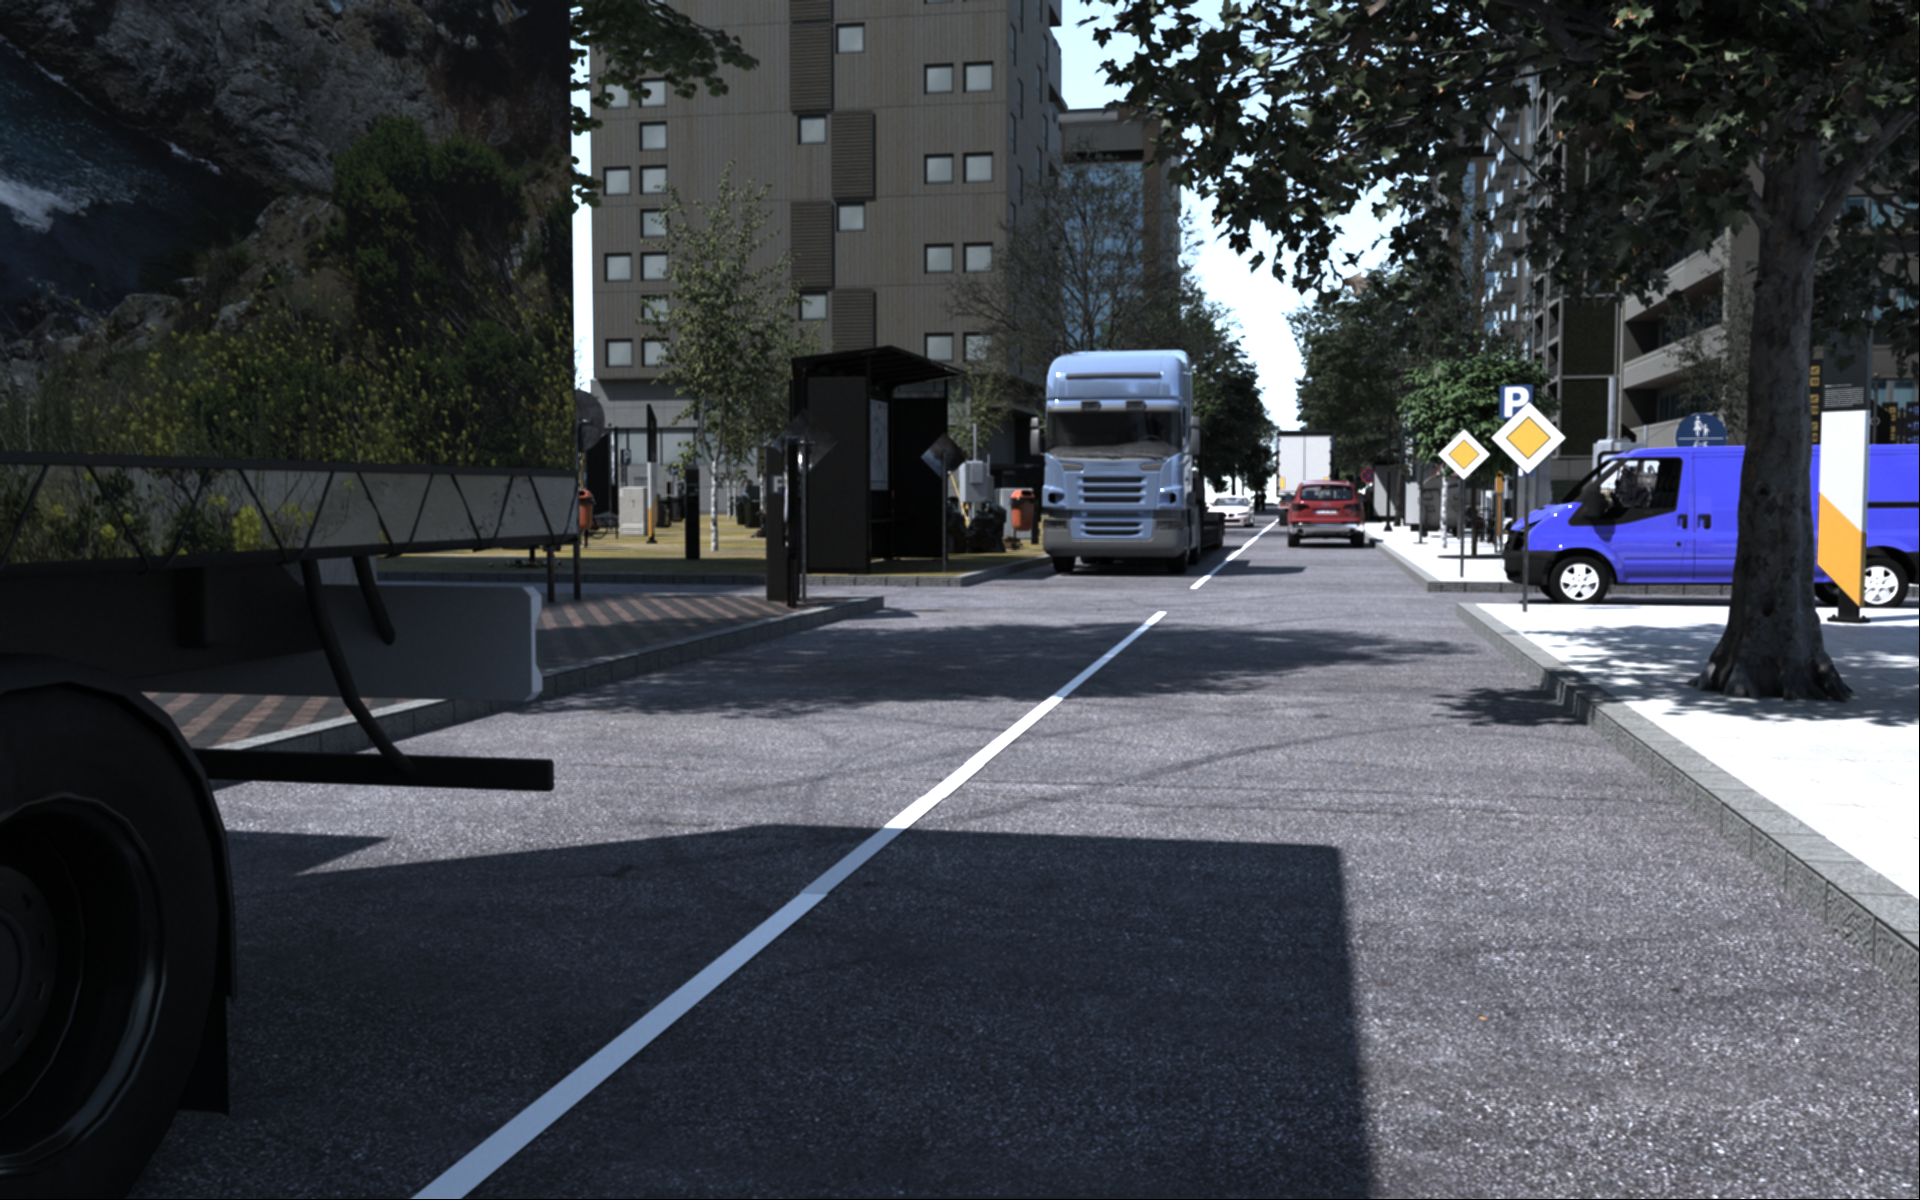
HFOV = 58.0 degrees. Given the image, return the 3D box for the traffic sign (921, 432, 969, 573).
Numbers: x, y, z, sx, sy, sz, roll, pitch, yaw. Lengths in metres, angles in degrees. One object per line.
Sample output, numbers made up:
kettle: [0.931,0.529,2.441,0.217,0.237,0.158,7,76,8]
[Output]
traffic sign: [-0.256,-1.504,28.229,0.795,2.450,0.064,1,4,11]

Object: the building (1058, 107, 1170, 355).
building: [17.275,-33.931,204.874,14.600,45.320,14.200,1,4,11]

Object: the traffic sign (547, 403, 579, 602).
traffic sign: [-4.879,-1.252,20.579,0.768,2.556,0.104,1,4,16]

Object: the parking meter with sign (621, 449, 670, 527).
parking meter with sign: [-12.298,-4.350,67.384,1.738,3.016,0.543,2,4,24]

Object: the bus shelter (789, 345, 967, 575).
bus shelter: [-1.324,-2.404,30.587,1.731,3.624,6.357,1,4,11]

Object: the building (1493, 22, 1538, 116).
building: [55.777,-32.065,143.873,23.786,49.044,30.456,1,4,11]

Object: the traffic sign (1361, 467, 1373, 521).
traffic sign: [19.559,-5.064,82.902,0.768,2.556,0.104,1,4,14]

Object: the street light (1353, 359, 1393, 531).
street light: [14.226,-5.327,59.644,1.470,5.913,1.316,1,4,11]

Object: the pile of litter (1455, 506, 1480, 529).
pile of litter: [18.758,-3.067,64.118,1.719,0.858,1.176,0,4,-1]

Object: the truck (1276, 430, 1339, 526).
truck: [16.368,-5.668,81.584,2.839,4.237,11.283,1,4,13]

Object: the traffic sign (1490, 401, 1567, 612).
traffic sign: [6.140,-0.925,18.773,0.795,2.450,0.064,1,4,11]

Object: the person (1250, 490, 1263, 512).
person: [23.830,-7.953,139.258,1.217,1.736,0.721,3,5,41]

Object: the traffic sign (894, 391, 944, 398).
traffic sign: [-1.381,-2.491,34.596,2.265,3.308,0.079,1,4,17]

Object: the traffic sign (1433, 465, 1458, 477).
traffic sign: [15.090,-3.285,53.714,0.884,2.594,0.081,1,4,15]

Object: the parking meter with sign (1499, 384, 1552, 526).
parking meter with sign: [9.390,-1.963,28.351,0.543,3.016,1.738,3,4,38]

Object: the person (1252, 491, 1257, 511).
person: [25.291,-8.508,148.390,0.721,1.735,1.217,-1,4,-13]

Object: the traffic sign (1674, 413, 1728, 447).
traffic sign: [11.609,-1.657,27.201,0.768,2.556,0.104,1,4,19]

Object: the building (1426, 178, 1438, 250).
building: [74.278,-37.735,236.575,23.786,49.044,30.456,1,4,11]

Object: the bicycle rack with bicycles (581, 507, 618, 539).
bicycle rack with bicycles: [-11.308,-2.232,49.878,2.925,0.926,2.852,-3,4,-38]

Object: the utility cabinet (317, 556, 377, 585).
utility cabinet: [-6.203,-0.367,17.156,0.306,1.237,1.020,1,4,18]

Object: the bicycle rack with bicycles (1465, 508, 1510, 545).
bicycle rack with bicycles: [14.254,-1.919,44.755,2.852,0.926,2.925,2,4,31]

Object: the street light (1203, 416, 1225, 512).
street light: [15.137,-8.013,103.557,1.470,5.913,1.316,1,4,11]

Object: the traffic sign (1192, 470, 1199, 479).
traffic sign: [12.258,-5.600,91.659,0.768,2.556,0.104,1,4,14]

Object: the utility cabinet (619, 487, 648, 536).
utility cabinet: [-9.984,-2.722,53.175,1.173,1.500,0.318,3,5,40]

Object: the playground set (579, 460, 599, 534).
playground set: [-14.142,-4.241,56.115,5.302,4.214,5.637,1,4,10]

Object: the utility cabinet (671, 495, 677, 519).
utility cabinet: [-15.080,-4.904,91.339,0.306,1.237,1.020,0,4,-8]

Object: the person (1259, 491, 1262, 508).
person: [30.728,-10.220,176.125,0.750,1.759,0.617,1,4,11]

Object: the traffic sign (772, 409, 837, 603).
traffic sign: [-1.839,-1.025,20.402,0.795,2.450,0.064,1,4,11]

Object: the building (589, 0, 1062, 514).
building: [-7.775,-32.436,119.575,28.713,52.752,27.495,1,4,11]

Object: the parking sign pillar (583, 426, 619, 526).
parking sign pillar: [-14.233,-4.900,68.593,1.447,3.967,1.447,-2,4,-31]

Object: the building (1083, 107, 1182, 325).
building: [16.485,-39.865,241.035,28.713,52.752,27.495,1,4,11]

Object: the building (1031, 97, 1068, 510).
building: [-4.783,-27.750,145.600,32.217,40.220,23.993,1,4,11]

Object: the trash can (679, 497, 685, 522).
trash can: [-13.135,-4.200,80.322,0.748,1.137,0.748,0,3,0]

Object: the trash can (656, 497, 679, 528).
trash can: [-11.314,-3.323,65.980,0.748,1.137,0.748,0,3,0]

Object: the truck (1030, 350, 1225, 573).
truck: [4.267,-2.971,38.333,2.967,4.110,18.799,1,4,11]

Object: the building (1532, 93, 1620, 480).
building: [49.121,-41.575,118.007,20.563,71.187,20.611,1,4,11]

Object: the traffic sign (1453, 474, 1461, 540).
traffic sign: [13.984,-2.959,48.489,0.768,2.556,0.104,1,4,14]

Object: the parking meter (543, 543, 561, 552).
parking meter: [-9.103,-2.014,38.636,0.399,1.863,0.255,0,4,3]

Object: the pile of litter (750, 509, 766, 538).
pile of litter: [-5.582,-2.276,51.176,1.176,0.858,1.719,-3,5,-40]

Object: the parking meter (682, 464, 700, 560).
parking meter: [-5.256,-1.730,33.990,0.255,1.863,0.399,-1,4,-14]

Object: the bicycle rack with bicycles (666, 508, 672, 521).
bicycle rack with bicycles: [-14.751,-4.259,83.010,2.852,0.926,2.925,0,4,-1]

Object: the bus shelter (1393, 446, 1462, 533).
bus shelter: [15.513,-3.851,56.880,2.014,3.302,5.546,1,4,11]

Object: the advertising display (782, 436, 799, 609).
advertising display: [-1.938,-0.891,19.781,0.123,1.923,0.974,-1,4,-9]

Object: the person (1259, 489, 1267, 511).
person: [25.127,-8.290,143.674,0.705,1.869,1.348,3,5,43]

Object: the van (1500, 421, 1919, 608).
van: [9.628,-1.077,21.988,5.245,2.365,2.240,1,4,13]

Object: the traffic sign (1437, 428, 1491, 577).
traffic sign: [7.723,-1.404,26.600,0.795,2.450,0.064,1,4,11]

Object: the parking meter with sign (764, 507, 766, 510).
parking meter with sign: [-5.777,-3.829,58.863,1.738,3.016,0.543,1,4,14]

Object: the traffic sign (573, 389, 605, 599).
traffic sign: [-4.672,-1.282,21.061,0.768,2.556,0.104,1,4,18]

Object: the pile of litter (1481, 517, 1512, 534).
pile of litter: [17.777,-2.542,55.535,1.176,0.858,1.719,-1,4,-13]

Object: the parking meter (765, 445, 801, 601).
parking meter: [-2.113,-0.922,20.793,0.399,1.863,0.255,1,4,12]

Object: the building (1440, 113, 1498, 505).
building: [63.187,-33.712,201.297,14.600,45.320,14.200,1,4,11]

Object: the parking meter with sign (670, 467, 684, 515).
parking meter with sign: [-17.382,-6.772,106.977,0.543,3.016,1.738,-2,4,-29]

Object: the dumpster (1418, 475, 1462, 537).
dumpster: [14.401,-2.817,51.818,1.264,1.857,1.865,1,4,11]

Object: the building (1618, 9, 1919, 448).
building: [38.312,-27.007,65.264,21.300,48.544,21.600,1,4,11]

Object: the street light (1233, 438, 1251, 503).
street light: [23.291,-10.484,143.959,1.470,5.913,1.316,1,4,11]

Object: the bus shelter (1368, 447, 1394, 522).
bus shelter: [19.409,-5.123,77.690,2.014,3.302,5.546,1,4,11]

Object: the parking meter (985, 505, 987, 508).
parking meter: [1.579,-5.299,95.044,0.372,1.533,0.369,0,3,0]

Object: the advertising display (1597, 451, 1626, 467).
advertising display: [10.037,-1.266,25.907,0.974,1.923,0.123,1,4,16]
